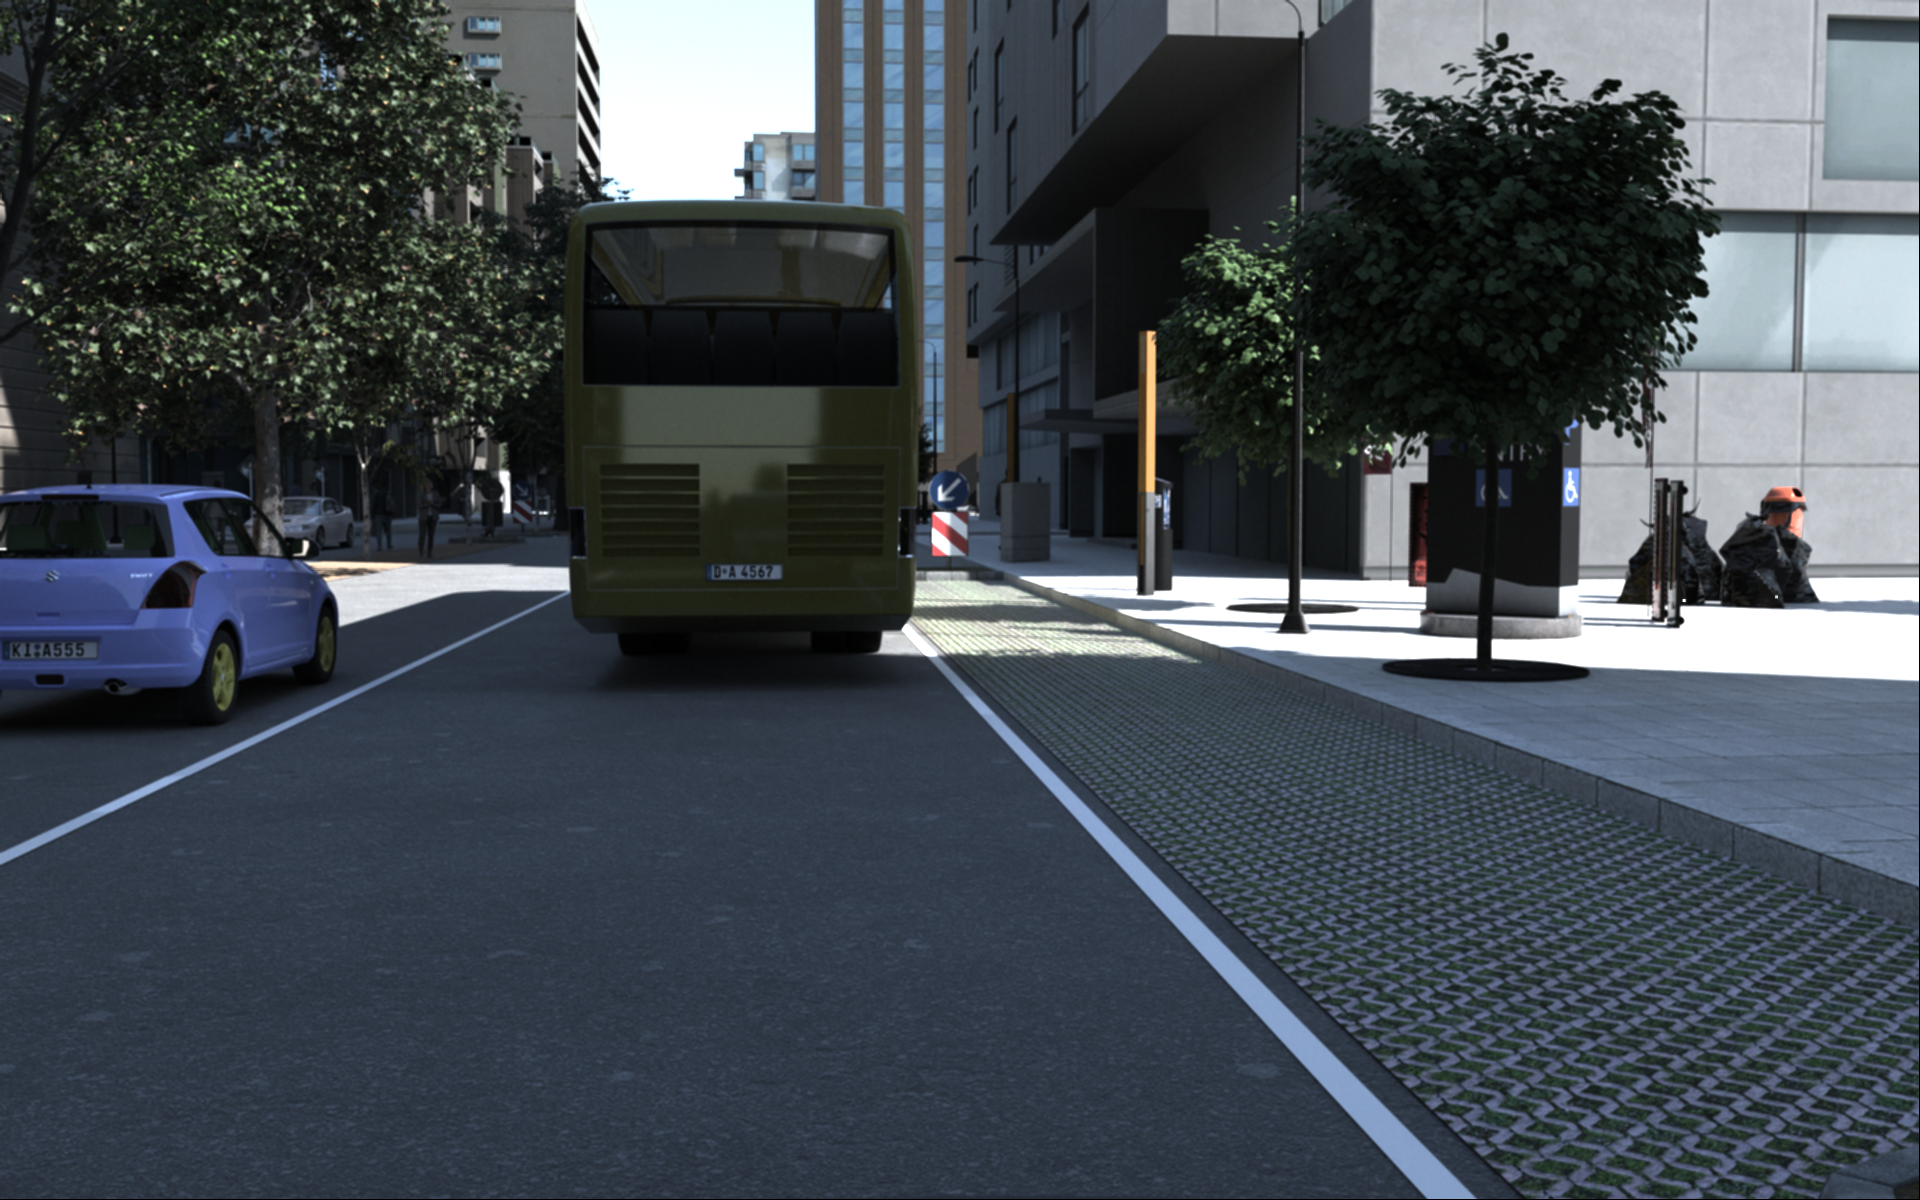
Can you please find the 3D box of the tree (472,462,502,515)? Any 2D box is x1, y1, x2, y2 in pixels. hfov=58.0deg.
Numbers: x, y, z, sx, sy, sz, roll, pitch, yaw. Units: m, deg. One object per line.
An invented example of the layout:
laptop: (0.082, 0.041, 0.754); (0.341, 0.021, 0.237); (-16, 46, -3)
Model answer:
tree: (-28.599, -6.710, 104.316); (1.663, 3.219, 1.824); (0, 3, 0)

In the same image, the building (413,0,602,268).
building: (-44.078, -32.570, 156.226); (21.300, 48.544, 21.600); (0, 4, -6)

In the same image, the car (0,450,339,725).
car: (-5.525, -0.145, 11.960); (1.945, 1.707, 3.694); (0, 4, -6)

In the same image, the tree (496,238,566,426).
tree: (-16.627, -10.090, 77.806); (12.009, 13.543, 11.850); (0, 3, 0)

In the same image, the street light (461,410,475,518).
street light: (-26.551, -7.467, 94.633); (1.470, 5.913, 1.316); (0, 4, -6)

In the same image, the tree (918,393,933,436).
tree: (-5.016, -9.745, 93.748); (7.601, 10.594, 8.767); (0, 4, -4)

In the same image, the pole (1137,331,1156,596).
pole: (2.350, -1.711, 21.819); (0.158, 3.312, 0.155); (0, 3, 0)

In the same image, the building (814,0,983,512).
building: (-2.891, -28.677, 118.973); (14.600, 45.320, 14.200); (0, 4, -6)

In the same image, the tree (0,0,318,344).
tree: (-10.322, -5.486, 17.916); (9.928, 11.665, 9.643); (0, 3, 0)

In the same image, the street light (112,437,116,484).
street light: (-21.334, -4.417, 44.758); (1.470, 5.913, 1.316); (0, 4, -6)

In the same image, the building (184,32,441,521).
building: (-38.206, -28.204, 80.738); (23.786, 49.044, 30.456); (0, 4, -6)

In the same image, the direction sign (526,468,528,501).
direction sign: (-29.657, -7.750, 118.705); (0.379, 3.537, 0.876); (-1, 4, -18)

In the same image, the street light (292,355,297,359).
street light: (-22.742, -5.230, 58.054); (1.470, 5.913, 1.316); (0, 4, -6)

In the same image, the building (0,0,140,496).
building: (-35.047, -14.993, 42.406); (25.104, 27.353, 12.463); (0, 4, -6)

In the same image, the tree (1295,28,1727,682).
tree: (3.733, -1.750, 12.321); (4.285, 4.588, 4.351); (0, 3, 0)

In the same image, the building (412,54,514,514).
building: (-38.043, -20.936, 114.012); (14.160, 30.474, 14.107); (0, 4, -6)

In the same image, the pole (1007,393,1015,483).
pole: (1.063, -2.523, 35.090); (0.158, 3.312, 0.155); (0, 3, 0)

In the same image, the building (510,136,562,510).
building: (-39.965, -22.483, 139.292); (14.160, 30.474, 14.107); (0, 4, -6)

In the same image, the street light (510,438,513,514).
street light: (-28.499, -8.546, 112.270); (1.470, 5.913, 1.316); (0, 4, -6)

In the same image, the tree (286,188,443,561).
tree: (-12.552, -5.111, 36.388); (4.737, 8.622, 4.395); (0, 3, 0)

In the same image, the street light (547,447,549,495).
street light: (-30.481, -9.653, 130.363); (1.470, 5.913, 1.316); (0, 4, -6)

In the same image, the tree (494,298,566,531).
tree: (-14.607, -6.535, 59.670); (4.737, 8.622, 4.395); (0, 3, 0)

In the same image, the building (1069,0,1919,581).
building: (15.519, -27.493, 38.753); (28.713, 52.752, 27.495); (0, 4, -6)

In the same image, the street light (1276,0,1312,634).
street light: (2.554, -2.645, 15.790); (1.470, 5.913, 1.316); (0, 4, -6)

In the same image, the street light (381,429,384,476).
street light: (-24.729, -6.316, 75.815); (1.470, 5.913, 1.316); (0, 4, -6)

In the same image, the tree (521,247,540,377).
tree: (-13.394, -5.766, 47.098); (4.360, 8.622, 3.978); (0, 3, 0)

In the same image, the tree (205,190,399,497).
tree: (-24.427, -8.909, 63.788); (7.486, 12.596, 7.792); (0, 3, 0)

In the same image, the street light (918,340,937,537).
street light: (-1.279, -4.819, 51.337); (1.470, 5.913, 1.316); (0, 4, -6)

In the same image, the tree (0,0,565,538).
tree: (-11.205, -6.627, 27.811); (9.611, 12.733, 9.660); (0, 3, 0)

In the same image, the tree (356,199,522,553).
tree: (-13.000, -5.442, 41.799); (4.360, 8.622, 3.978); (0, 3, 0)

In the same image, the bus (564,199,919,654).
bus: (-2.188, -1.642, 18.398); (2.896, 3.916, 12.252); (0, 4, -6)

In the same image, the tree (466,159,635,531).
tree: (-15.467, -9.647, 66.841); (9.857, 13.997, 8.962); (0, 3, 0)

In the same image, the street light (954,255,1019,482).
street light: (0.582, -3.755, 33.939); (1.470, 5.913, 1.316); (0, 4, -6)

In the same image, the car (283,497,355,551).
car: (-17.143, -1.998, 45.030); (2.083, 1.381, 4.827); (0, 4, -4)

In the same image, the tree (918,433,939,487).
tree: (-2.581, -5.832, 79.060); (4.285, 4.588, 4.351); (0, 3, 0)
